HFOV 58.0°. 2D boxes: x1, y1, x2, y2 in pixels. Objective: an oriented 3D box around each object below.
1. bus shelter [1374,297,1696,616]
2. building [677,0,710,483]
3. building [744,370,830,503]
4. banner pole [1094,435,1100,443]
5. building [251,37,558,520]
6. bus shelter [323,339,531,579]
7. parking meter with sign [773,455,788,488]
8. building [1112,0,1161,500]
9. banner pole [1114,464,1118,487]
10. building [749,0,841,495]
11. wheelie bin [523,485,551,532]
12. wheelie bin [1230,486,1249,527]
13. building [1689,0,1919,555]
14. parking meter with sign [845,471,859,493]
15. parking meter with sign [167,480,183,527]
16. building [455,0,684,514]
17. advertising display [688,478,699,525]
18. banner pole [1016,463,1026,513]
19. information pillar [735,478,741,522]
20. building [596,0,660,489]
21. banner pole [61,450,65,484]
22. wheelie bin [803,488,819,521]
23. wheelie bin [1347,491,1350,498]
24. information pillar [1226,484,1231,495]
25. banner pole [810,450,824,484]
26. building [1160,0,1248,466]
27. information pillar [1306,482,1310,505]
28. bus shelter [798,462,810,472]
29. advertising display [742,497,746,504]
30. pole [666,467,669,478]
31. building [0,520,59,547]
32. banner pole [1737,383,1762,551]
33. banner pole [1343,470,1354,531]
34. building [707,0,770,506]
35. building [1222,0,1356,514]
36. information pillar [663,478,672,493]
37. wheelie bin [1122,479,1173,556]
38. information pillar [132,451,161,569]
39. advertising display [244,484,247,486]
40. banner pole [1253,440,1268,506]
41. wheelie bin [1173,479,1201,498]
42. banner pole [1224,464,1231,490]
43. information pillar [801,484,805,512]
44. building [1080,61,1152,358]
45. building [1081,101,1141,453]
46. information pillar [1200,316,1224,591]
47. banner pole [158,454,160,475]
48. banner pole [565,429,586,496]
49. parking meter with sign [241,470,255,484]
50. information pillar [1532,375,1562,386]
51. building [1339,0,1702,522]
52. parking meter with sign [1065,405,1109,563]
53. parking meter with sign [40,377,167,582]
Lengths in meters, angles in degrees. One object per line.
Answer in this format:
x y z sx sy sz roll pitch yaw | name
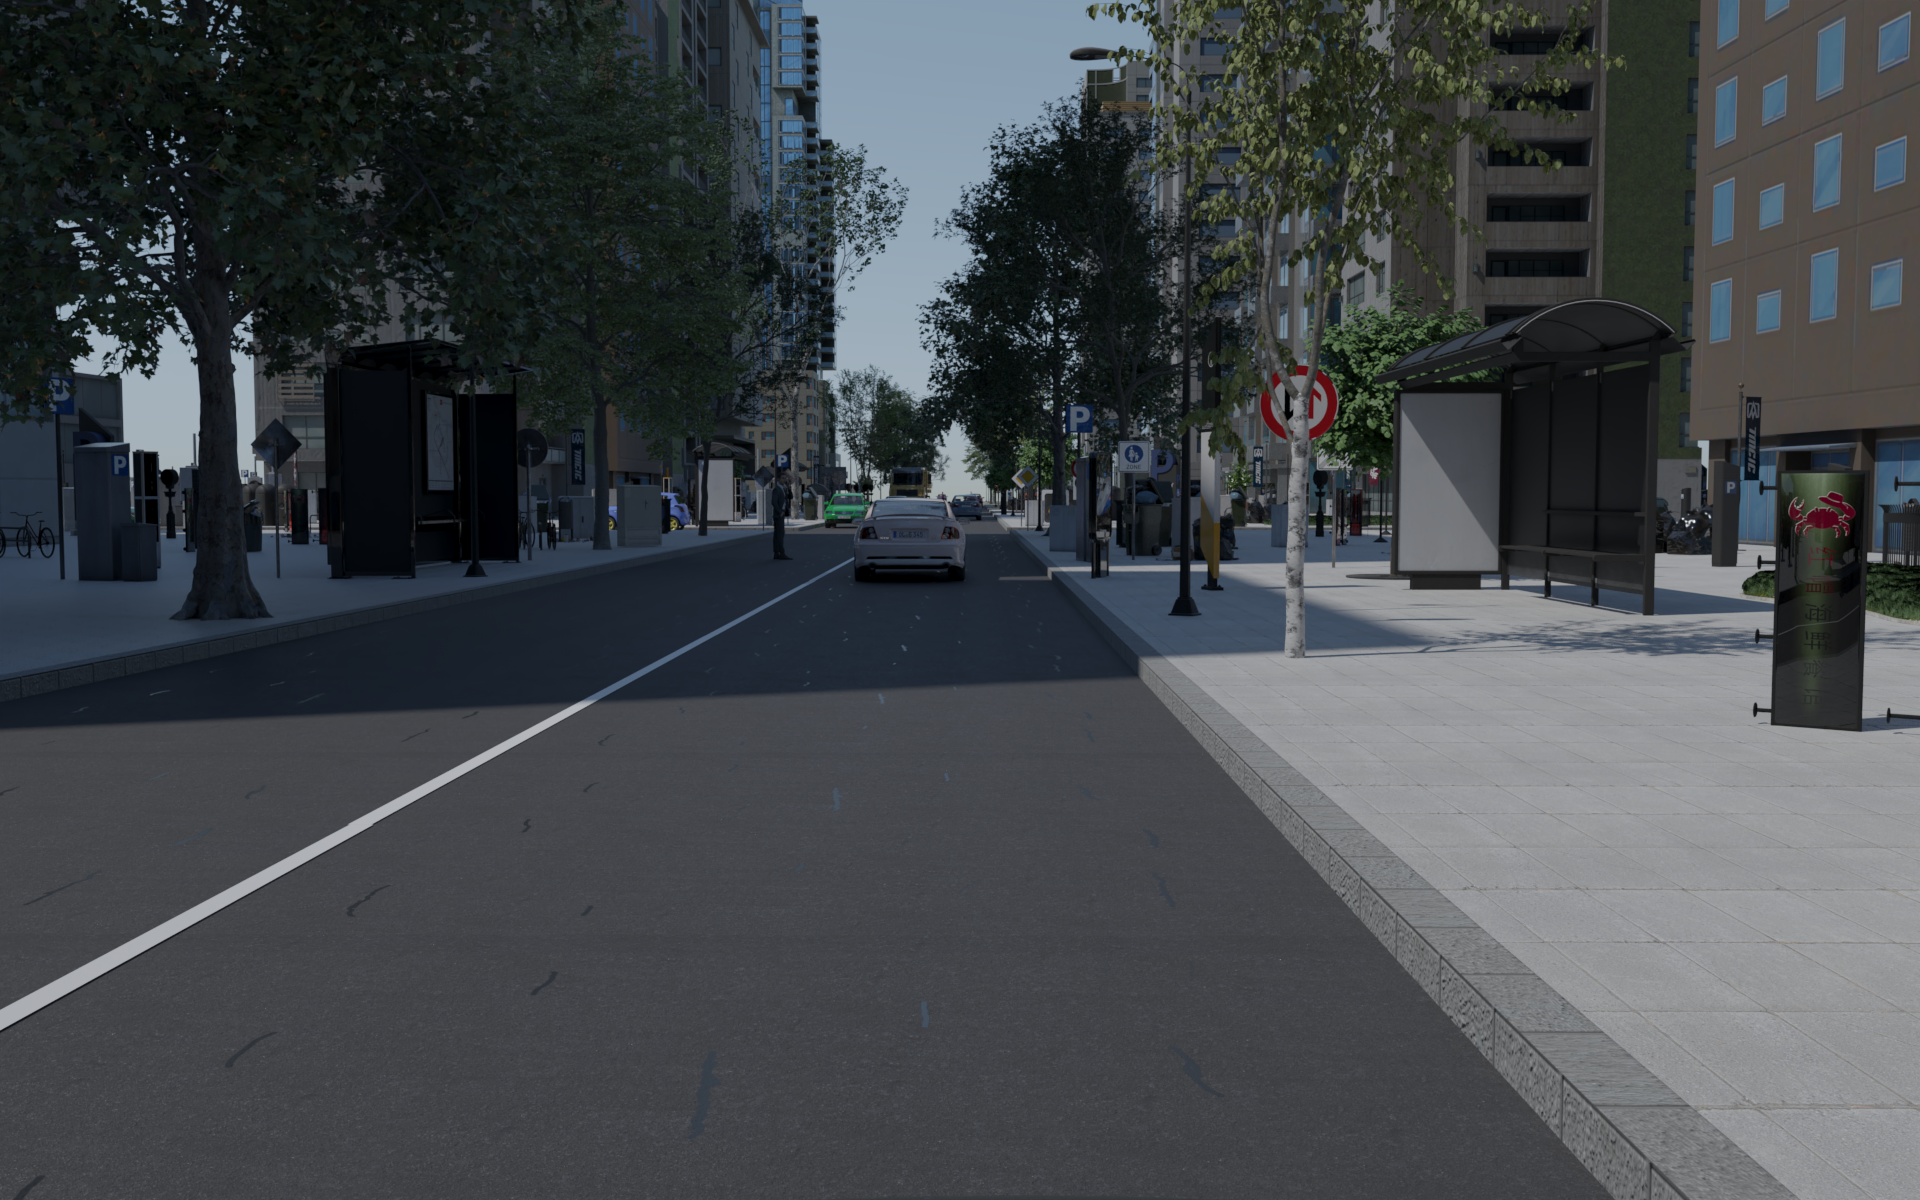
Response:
6.563 -1.633 20.621 2.014 3.302 5.546 0 4 0 | bus shelter
-30.919 -43.716 153.001 20.563 71.187 20.611 0 4 0 | building
-34.230 -25.173 256.620 27.650 21.520 28.899 0 4 0 | building
5.854 -5.050 72.579 0.863 3.779 0.401 1 4 18 | banner pole
-26.974 -24.793 88.953 14.154 41.232 14.086 0 4 0 | building
-8.741 -2.318 29.178 1.731 3.624 6.357 0 4 1 | bus shelter
-8.079 -4.960 77.361 0.543 3.016 1.738 -1 4 -16 | parking meter with sign
29.151 -53.533 187.928 22.319 86.520 31.000 0 4 0 | building
12.298 -8.981 136.863 0.401 3.779 0.863 2 4 29 | banner pole
-30.508 -59.447 284.636 22.319 86.520 31.000 0 4 0 | building
-14.190 -3.060 57.938 0.980 1.594 0.693 -3 5 -39 | wheelie bin
10.876 -3.645 67.496 0.693 1.594 0.980 1 4 18 | wheelie bin
26.321 -23.717 37.885 14.600 45.320 14.200 0 4 0 | building
-8.118 -8.364 133.015 1.738 3.016 0.543 2 4 32 | parking meter with sign
-31.163 -4.368 67.685 1.738 3.016 0.543 0 4 -3 | parking meter with sign
-29.584 -27.497 133.177 14.154 41.232 14.086 0 4 0 | building
-10.970 -4.054 71.494 0.123 1.923 0.974 1 4 17 | advertising display
3.978 -7.627 114.716 0.863 3.779 0.401 0 4 -4 | banner pole
-10.230 -4.578 79.346 0.304 2.012 0.304 -3 4 -38 | information pillar
-27.610 -28.185 110.935 14.600 45.320 14.200 0 4 0 | building
-50.859 -6.610 98.094 0.401 3.779 0.863 0 4 1 | banner pole
-7.252 -4.660 84.102 0.693 1.594 0.980 1 4 8 | wheelie bin
24.451 -6.093 107.535 0.693 1.594 0.980 3 5 40 | wheelie bin
18.254 -6.914 117.529 0.304 2.012 0.304 -2 4 -28 | information pillar
-8.312 -6.660 98.905 0.863 3.779 0.401 -3 5 -44 | banner pole
28.876 -37.722 158.755 21.231 58.520 28.212 0 4 0 | building
21.145 -6.196 105.799 0.304 2.012 0.304 -1 4 -19 | information pillar
-10.388 -6.817 105.374 2.014 3.302 5.546 0 4 1 | bus shelter
-17.803 -8.380 142.227 0.123 1.923 0.974 -3 5 -43 | advertising display
-22.361 -8.472 132.353 0.158 3.312 0.155 0 3 0 | pole
-35.391 -27.081 32.006 27.495 52.752 28.713 0 4 0 | building
17.771 -3.004 39.129 0.863 3.779 0.401 -1 4 -23 | banner pole
13.459 -4.265 59.744 0.401 3.779 0.863 -1 4 -13 | banner pole
-35.082 -36.007 177.951 28.713 52.752 27.495 0 4 0 | building
31.875 -30.777 122.815 23.786 49.044 30.456 0 4 0 | building
-13.027 -4.450 77.256 0.304 2.012 0.304 1 4 18 | information pillar
3.807 -1.724 36.090 0.693 1.594 0.980 -2 4 -31 | wheelie bin
-13.970 -1.545 29.757 0.304 2.012 0.304 2 4 35 | information pillar
-44.105 -6.181 106.281 0.974 1.923 0.123 2 4 26 | advertising display
13.928 -5.505 80.027 0.863 3.779 0.401 1 4 23 | banner pole
5.158 -1.802 37.370 0.693 1.594 0.980 -3 5 -42 | wheelie bin
22.052 -9.324 142.466 0.401 3.779 0.863 -3 4 -38 | banner pole
-10.995 -7.157 121.502 0.304 2.012 0.304 0 4 -2 | information pillar
28.828 -52.162 291.104 20.563 71.187 20.611 0 4 0 | building
29.187 -44.315 266.556 21.231 58.520 28.212 0 4 0 | building
3.354 -1.944 23.135 0.183 3.616 0.504 -1 4 -14 | information pillar
-50.702 -7.286 109.146 0.401 3.779 0.863 3 5 43 | banner pole
-13.035 -4.183 58.412 0.863 3.779 0.401 -1 4 -11 | banner pole
-56.086 -8.594 136.764 0.543 3.016 1.738 -3 5 -45 | parking meter with sign
9.928 -2.323 29.328 0.504 3.616 0.183 1 4 18 | information pillar
27.287 -19.217 85.908 14.107 30.474 14.160 0 4 0 | building
2.477 -2.253 33.101 0.543 3.016 1.738 -1 4 -11 | parking meter with sign
-12.705 -1.798 25.653 1.738 3.016 0.543 1 4 20 | parking meter with sign
